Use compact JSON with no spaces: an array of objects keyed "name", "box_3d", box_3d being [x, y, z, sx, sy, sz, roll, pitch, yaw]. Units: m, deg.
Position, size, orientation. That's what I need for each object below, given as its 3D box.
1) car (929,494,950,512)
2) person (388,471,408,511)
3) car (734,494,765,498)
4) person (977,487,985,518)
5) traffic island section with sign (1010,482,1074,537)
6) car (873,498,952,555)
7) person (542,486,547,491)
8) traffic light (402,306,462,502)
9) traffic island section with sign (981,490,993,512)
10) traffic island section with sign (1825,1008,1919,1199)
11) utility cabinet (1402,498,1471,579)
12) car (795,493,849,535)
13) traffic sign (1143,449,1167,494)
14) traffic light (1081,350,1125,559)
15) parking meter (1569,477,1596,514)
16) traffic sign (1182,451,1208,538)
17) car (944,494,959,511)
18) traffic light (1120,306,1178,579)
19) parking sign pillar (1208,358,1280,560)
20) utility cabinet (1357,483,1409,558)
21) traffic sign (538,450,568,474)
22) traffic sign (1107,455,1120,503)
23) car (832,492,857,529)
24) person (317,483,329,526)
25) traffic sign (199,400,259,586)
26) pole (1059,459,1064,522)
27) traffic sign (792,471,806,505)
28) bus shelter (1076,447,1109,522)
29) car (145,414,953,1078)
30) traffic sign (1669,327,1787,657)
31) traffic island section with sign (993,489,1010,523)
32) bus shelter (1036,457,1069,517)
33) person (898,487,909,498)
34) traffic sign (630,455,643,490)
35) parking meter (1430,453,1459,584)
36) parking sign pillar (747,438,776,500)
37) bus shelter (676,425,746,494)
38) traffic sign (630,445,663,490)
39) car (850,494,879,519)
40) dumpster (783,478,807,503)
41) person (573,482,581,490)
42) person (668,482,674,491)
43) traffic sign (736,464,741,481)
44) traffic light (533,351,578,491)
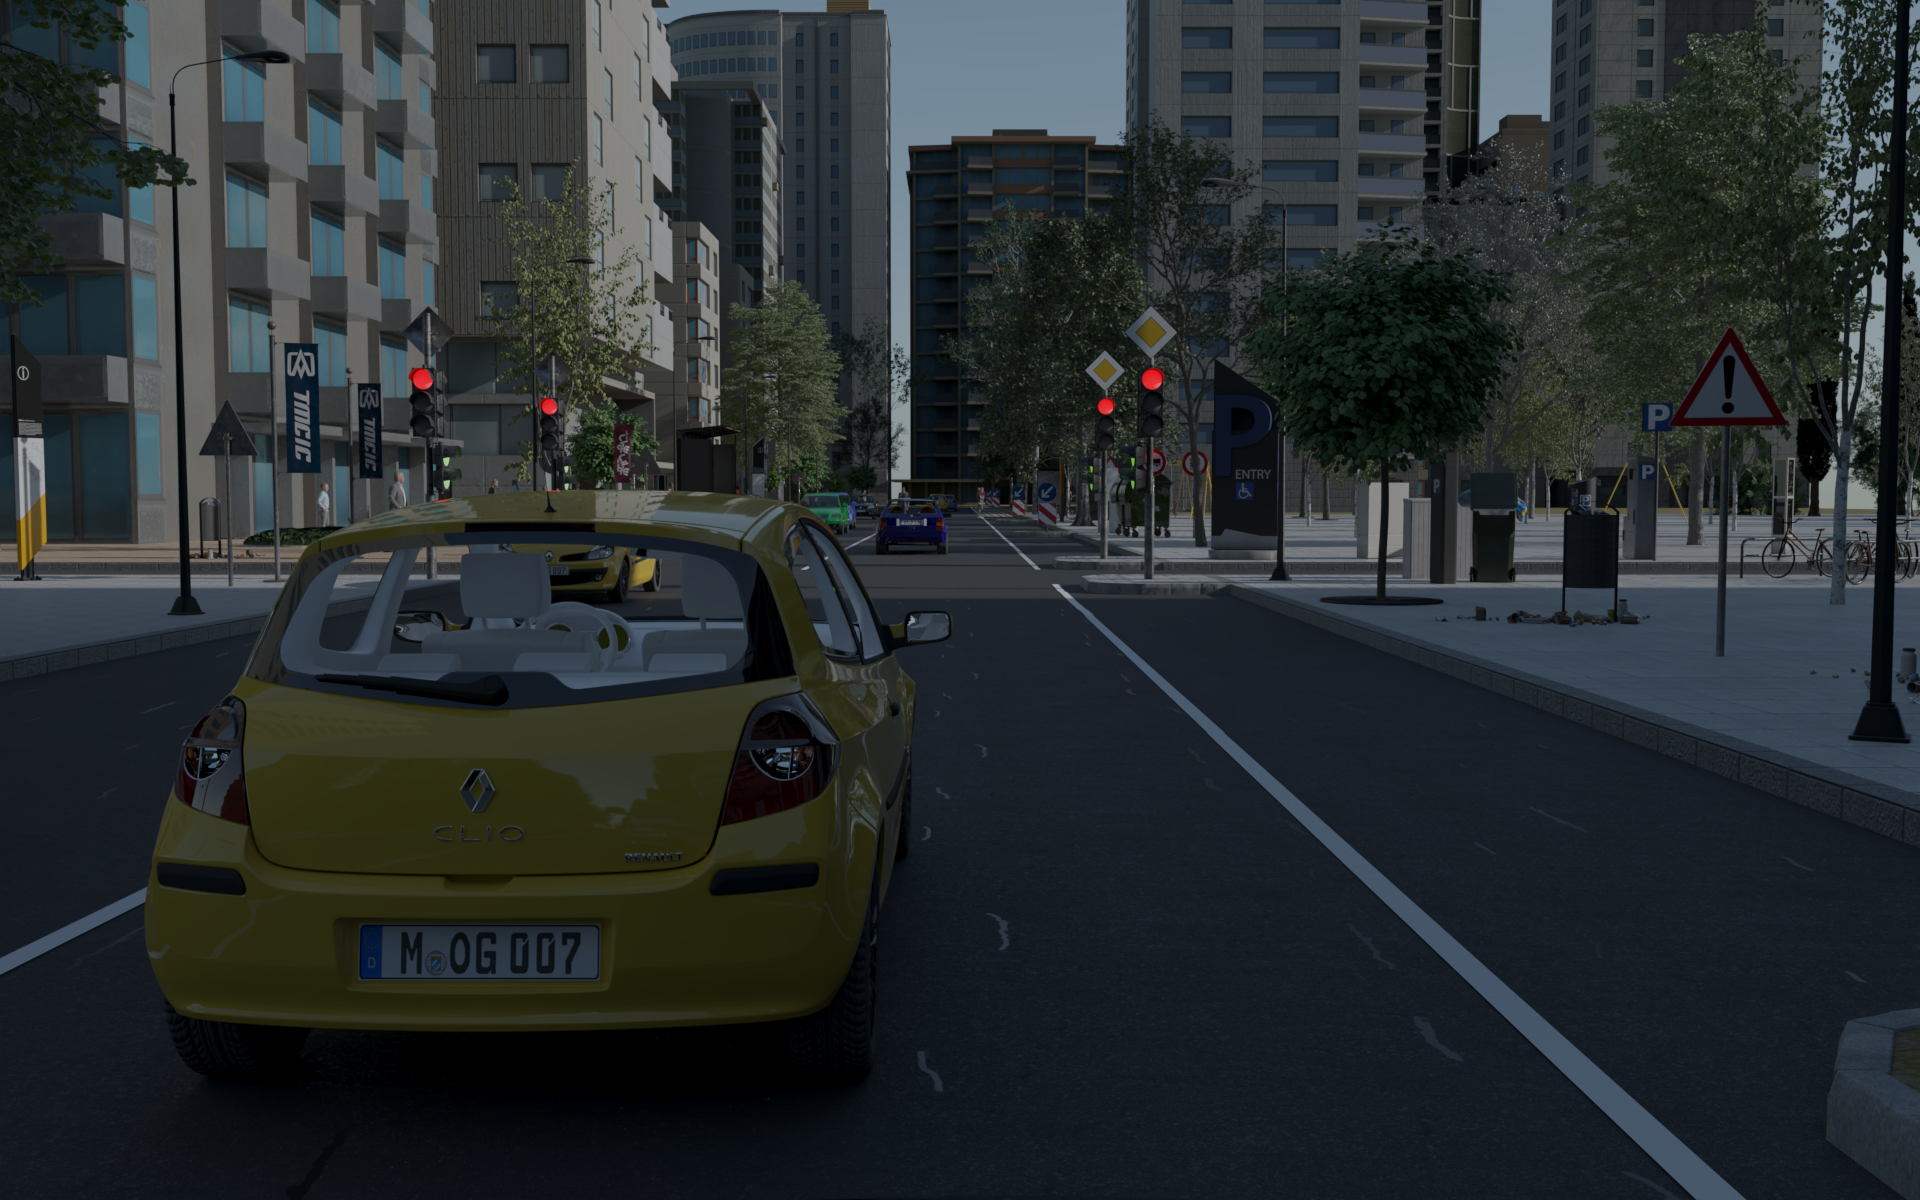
[{"name":"car","box_3d":[-1.819,-7.934,139.938,2.015,1.641,3.980,0,4,-1]},{"name":"person","box_3d":[-12.281,-1.937,38.112,0.834,1.777,0.661,0,4,-5]},{"name":"car","box_3d":[-5.298,-1.896,40.781,2.009,1.686,4.222,0,4,1]},{"name":"person","box_3d":[1.219,-5.849,104.100,0.580,1.828,0.573,2,4,27]},{"name":"traffic island section with sign","box_3d":[2.807,-3.061,58.682,1.989,1.847,2.006,0,3,0]},{"name":"car","box_3d":[-1.168,-1.824,42.404,1.945,1.354,3.894,0,4,-1]},{"name":"person","box_3d":[-16.290,-3.673,67.914,0.589,1.601,0.330,-3,4,-38]},{"name":"traffic light","box_3d":[-7.932,-2.265,25.948,0.839,4.253,0.868,0,3,0]},{"name":"traffic island section with sign","box_3d":[2.671,-7.794,136.054,1.989,1.847,2.006,0,3,0]},{"name":"traffic island section with sign","box_3d":[2.918,0.321,3.372,1.989,1.847,2.006,0,3,0]},{"name":"utility cabinet","box_3d":[7.267,-0.928,26.335,1.020,1.237,0.306,-1,4,-12]},{"name":"car","box_3d":[-4.993,-3.288,62.548,1.959,1.807,4.718,0,4,0]},{"name":"traffic sign","box_3d":[5.393,-2.960,48.497,0.768,2.556,0.104,0,4,6]},{"name":"traffic light","box_3d":[2.814,-2.755,33.969,0.839,4.253,0.868,0,3,0]},{"name":"parking meter","box_3d":[9.086,-1.034,25.325,0.372,1.533,0.369,0,3,0]},{"name":"traffic sign","box_3d":[6.819,-3.072,50.329,0.768,2.556,0.104,0,4,5]},{"name":"car","box_3d":[-1.074,-8.089,144.258,2.014,1.417,4.499,0,4,2]},{"name":"traffic light","box_3d":[2.830,-2.267,25.984,0.839,4.253,0.868,0,3,0]},{"name":"parking sign pillar","box_3d":[5.635,-2.794,34.155,1.447,3.967,1.447,1,4,15]},{"name":"utility cabinet","box_3d":[8.421,-1.581,34.523,1.173,1.500,0.318,-2,4,-35]},{"name":"traffic sign","box_3d":[-10.390,-2.700,44.246,0.768,2.556,0.104,0,4,2]},{"name":"traffic sign","box_3d":[5.048,-3.562,58.242,0.884,2.594,0.081,0,4,1]},{"name":"car","box_3d":[-5.214,-3.807,71.836,1.945,1.707,3.694,0,4,-1]},{"name":"person","box_3d":[-18.079,-2.533,49.265,0.330,1.601,0.589,0,4,4]},{"name":"traffic sign","box_3d":[-10.134,-1.467,23.996,0.884,2.594,0.081,1,4,9]},{"name":"pole","box_3d":[4.701,-5.267,79.955,0.158,3.312,0.155,0,3,0]},{"name":"traffic sign","box_3d":[-9.066,-5.959,97.536,0.768,2.556,0.104,0,4,4]},{"name":"bus shelter","box_3d":[6.375,-6.305,80.726,2.179,5.291,8.768,0,4,0]},{"name":"car","box_3d":[-1.036,0.278,5.679,2.015,1.641,3.980,0,4,0]},{"name":"traffic sign","box_3d":[6.013,-0.833,13.627,0.884,2.594,0.081,0,4,6]},{"name":"traffic island section with sign","box_3d":[2.760,-4.710,85.637,1.989,1.847,2.006,0,3,0]},{"name":"bus shelter","box_3d":[5.217,-6.348,97.720,2.014,3.302,5.546,0,3,0]},{"name":"person","box_3d":[-3.009,-5.016,90.616,0.694,1.812,0.767,0,4,3]},{"name":"traffic sign","box_3d":[-10.586,-3.431,56.207,0.768,2.556,0.104,0,4,5]},{"name":"parking meter","box_3d":[6.921,-1.166,24.776,0.255,1.863,0.399,-1,4,-12]},{"name":"parking sign pillar","box_3d":[-9.461,-5.756,82.582,1.447,3.967,1.447,-1,4,-16]},{"name":"bus shelter","box_3d":[-8.857,-4.312,61.788,1.731,3.624,6.357,0,4,0]},{"name":"traffic sign","box_3d":[-8.345,-2.818,46.074,0.884,2.594,0.081,0,4,7]},{"name":"car","box_3d":[-5.630,-5.475,99.294,2.009,1.686,4.222,0,4,-1]},{"name":"dumpster","box_3d":[-9.679,-5.969,100.089,1.502,2.255,1.985,0,4,0]},{"name":"person","box_3d":[-15.625,-3.975,71.314,0.573,1.790,0.520,1,4,22]},{"name":"person","box_3d":[-13.475,-4.565,80.682,0.388,1.821,0.555,1,4,21]},{"name":"traffic sign","box_3d":[-9.333,-4.332,70.930,0.768,2.556,0.104,1,4,8]},{"name":"traffic light","box_3d":[-7.947,-2.753,33.933,0.839,4.253,0.868,0,3,0]}]
